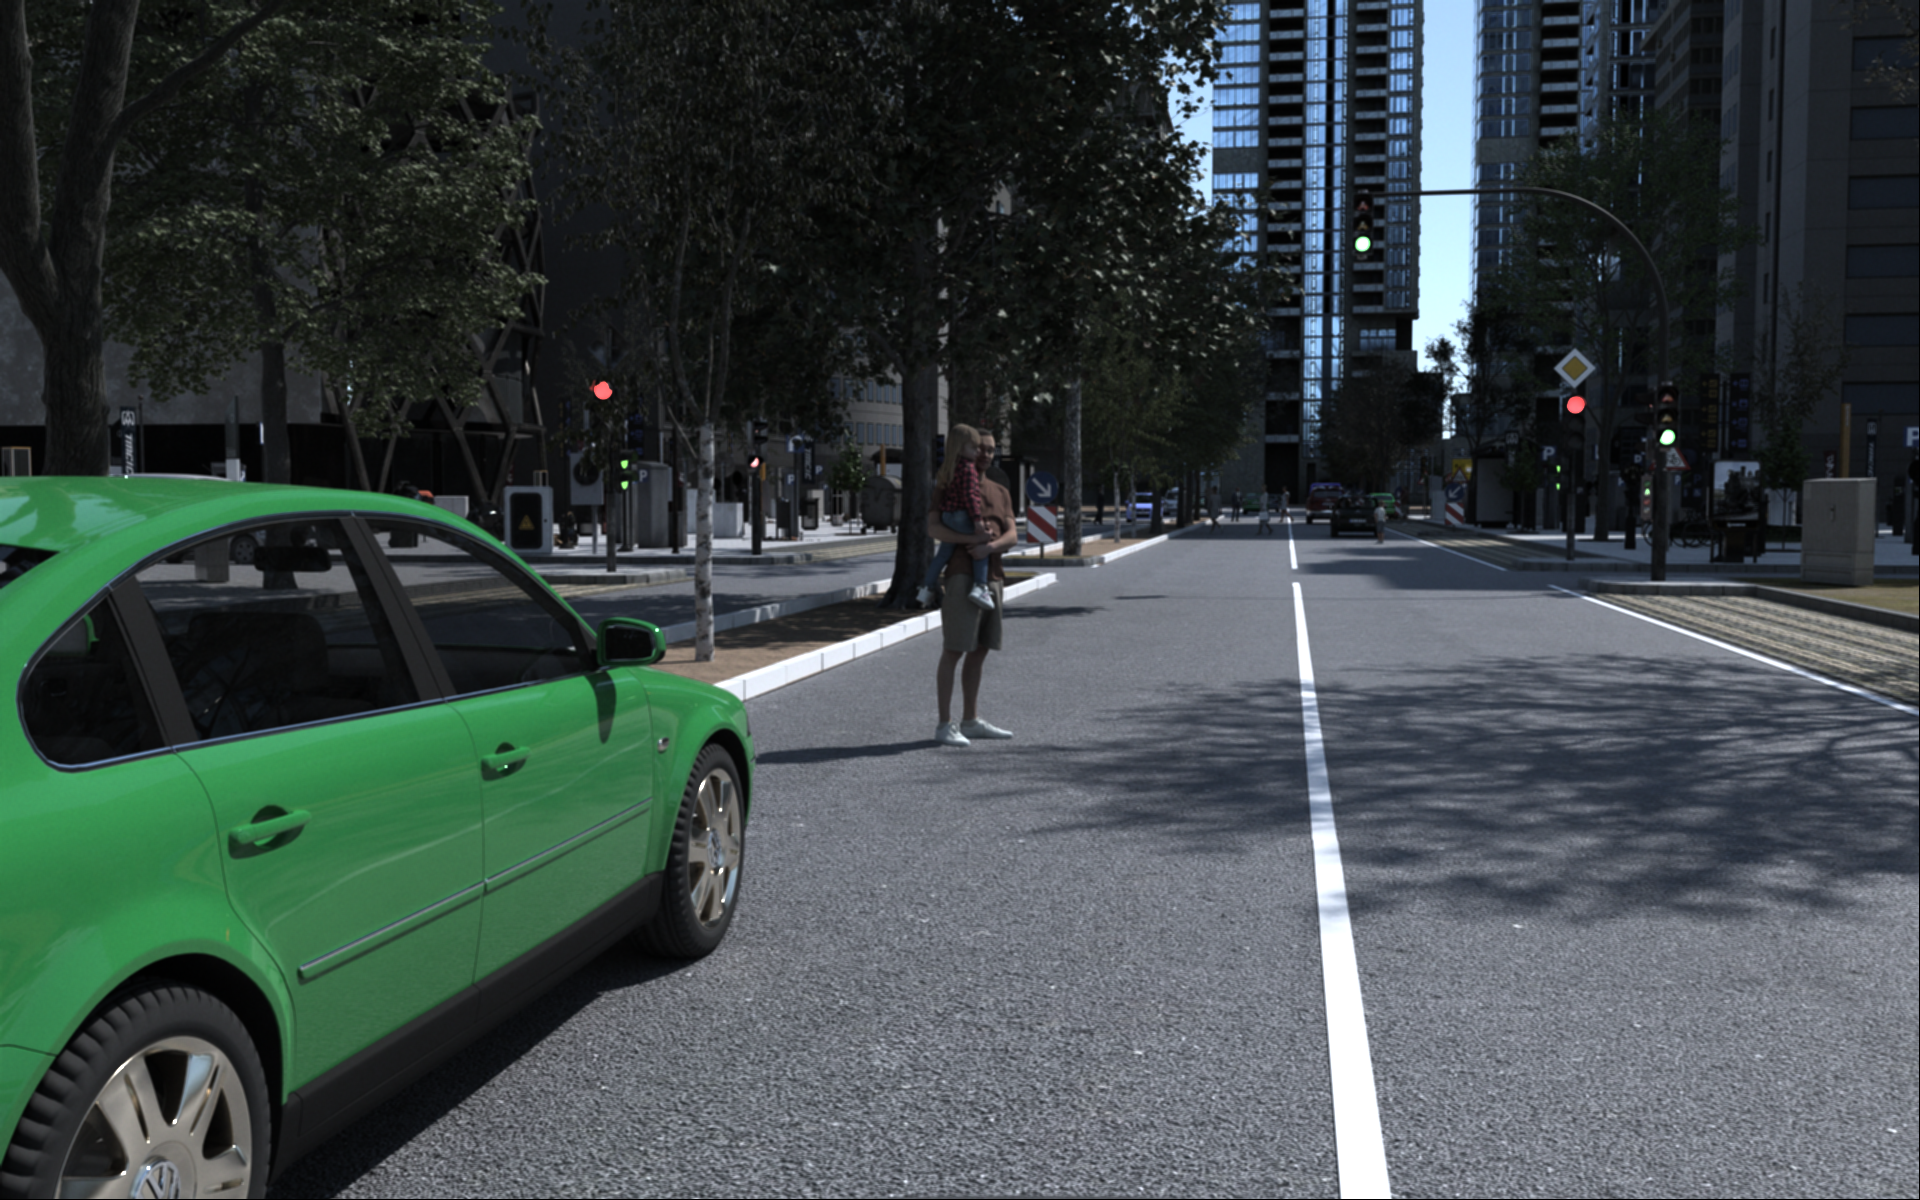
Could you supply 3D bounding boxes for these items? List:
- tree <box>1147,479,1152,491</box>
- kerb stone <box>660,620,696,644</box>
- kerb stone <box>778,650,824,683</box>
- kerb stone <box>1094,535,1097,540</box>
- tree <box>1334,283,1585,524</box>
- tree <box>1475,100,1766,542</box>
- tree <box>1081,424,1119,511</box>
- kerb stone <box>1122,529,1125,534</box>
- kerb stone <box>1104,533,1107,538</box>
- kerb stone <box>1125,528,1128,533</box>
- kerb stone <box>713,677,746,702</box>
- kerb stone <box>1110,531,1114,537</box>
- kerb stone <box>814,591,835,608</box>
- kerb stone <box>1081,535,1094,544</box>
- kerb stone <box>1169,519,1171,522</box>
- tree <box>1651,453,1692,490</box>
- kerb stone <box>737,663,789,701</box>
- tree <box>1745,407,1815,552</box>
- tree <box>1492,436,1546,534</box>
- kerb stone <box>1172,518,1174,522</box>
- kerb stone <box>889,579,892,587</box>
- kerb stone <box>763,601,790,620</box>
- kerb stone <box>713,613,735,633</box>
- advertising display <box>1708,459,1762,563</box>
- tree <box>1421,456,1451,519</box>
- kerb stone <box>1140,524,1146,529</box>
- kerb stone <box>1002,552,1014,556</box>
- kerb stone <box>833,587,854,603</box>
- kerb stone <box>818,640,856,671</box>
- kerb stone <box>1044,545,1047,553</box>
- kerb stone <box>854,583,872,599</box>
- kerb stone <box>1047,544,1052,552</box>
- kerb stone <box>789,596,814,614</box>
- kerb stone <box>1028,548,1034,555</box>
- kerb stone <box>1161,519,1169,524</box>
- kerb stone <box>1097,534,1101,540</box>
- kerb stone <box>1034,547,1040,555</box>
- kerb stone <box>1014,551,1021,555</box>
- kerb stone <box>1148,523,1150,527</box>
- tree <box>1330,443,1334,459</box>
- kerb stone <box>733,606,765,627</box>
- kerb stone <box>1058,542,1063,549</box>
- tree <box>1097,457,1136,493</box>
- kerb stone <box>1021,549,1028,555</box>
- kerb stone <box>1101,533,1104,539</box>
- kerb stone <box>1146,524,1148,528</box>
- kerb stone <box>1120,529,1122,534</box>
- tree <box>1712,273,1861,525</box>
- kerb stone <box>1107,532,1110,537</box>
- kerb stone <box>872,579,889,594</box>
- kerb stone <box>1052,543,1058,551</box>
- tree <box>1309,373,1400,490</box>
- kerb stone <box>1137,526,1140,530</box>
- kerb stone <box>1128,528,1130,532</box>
[{"bbox_3d":[20.918,-11.717,186.168,1.663,3.219,1.824,0,3,0],"label":"tree"},{"bbox_3d":[-2.752,0.324,16.896,0.120,0.150,1.000,1,4,11],"label":"kerb stone"},{"bbox_3d":[-1.269,0.532,13.492,0.120,0.150,1.000,1,4,11],"label":"kerb stone"},{"bbox_3d":[3.983,-1.863,52.662,0.120,0.150,1.000,1,4,11],"label":"kerb stone"},{"bbox_3d":[22.114,-8.549,74.192,8.767,10.594,7.601,-2,4,-33],"label":"tree"},{"bbox_3d":[17.385,-7.374,46.317,9.928,11.665,9.643,0,3,0],"label":"tree"},{"bbox_3d":[10.586,-11.044,130.926,4.360,8.622,3.978,0,3,0],"label":"tree"},{"bbox_3d":[5.698,-2.419,61.738,0.120,0.150,1.000,1,4,11],"label":"kerb stone"},{"bbox_3d":[4.550,-2.049,55.689,0.120,0.150,1.000,1,4,11],"label":"kerb stone"},{"bbox_3d":[5.883,-2.479,62.743,0.120,0.150,1.000,1,4,11],"label":"kerb stone"},{"bbox_3d":[-1.643,0.657,11.473,0.120,0.150,1.000,1,4,11],"label":"kerb stone"},{"bbox_3d":[4.939,-2.169,57.704,0.120,0.150,1.000,1,4,11],"label":"kerb stone"},{"bbox_3d":[-1.808,0.024,21.942,0.120,0.150,1.000,1,4,11],"label":"kerb stone"},{"bbox_3d":[3.802,-1.802,51.656,0.120,0.150,1.000,1,4,11],"label":"kerb stone"},{"bbox_3d":[10.254,-3.895,85.931,0.120,0.150,1.000,1,4,11],"label":"kerb stone"},{"bbox_3d":[29.811,-4.768,72.551,1.663,3.219,1.824,0,3,0],"label":"tree"},{"bbox_3d":[-1.452,0.594,12.478,0.120,0.150,1.000,1,4,11],"label":"kerb stone"},{"bbox_3d":[18.443,-2.693,38.627,1.663,3.219,1.824,0,3,0],"label":"tree"},{"bbox_3d":[18.415,-3.773,56.289,1.663,3.219,1.824,0,3,0],"label":"tree"},{"bbox_3d":[10.627,-4.021,87.945,0.120,0.150,1.000,1,4,11],"label":"kerb stone"},{"bbox_3d":[-1.042,-0.229,25.964,0.120,0.150,1.000,1,4,11],"label":"kerb stone"},{"bbox_3d":[-2.184,0.139,19.925,0.120,0.150,1.000,1,4,11],"label":"kerb stone"},{"bbox_3d":[-2.570,0.262,17.918,0.120,0.150,1.000,1,4,11],"label":"kerb stone"},{"bbox_3d":[14.358,-1.645,32.103,0.974,1.923,0.123,0,4,-6],"label":"advertising display"},{"bbox_3d":[24.371,-5.744,88.513,1.663,3.219,1.824,0,3,0],"label":"tree"},{"bbox_3d":[7.403,-2.967,70.801,0.120,0.150,1.000,1,4,11],"label":"kerb stone"},{"bbox_3d":[0.943,-0.878,36.555,0.120,0.150,1.000,1,4,11],"label":"kerb stone"},{"bbox_3d":[-1.613,-0.043,22.945,0.120,0.150,1.000,1,4,11],"label":"kerb stone"},{"bbox_3d":[-1.072,0.471,14.498,0.120,0.150,1.000,1,4,11],"label":"kerb stone"},{"bbox_3d":[1.891,-1.186,41.583,0.120,0.150,1.000,1,4,11],"label":"kerb stone"},{"bbox_3d":[-1.426,-0.106,23.950,0.120,0.150,1.000,1,4,11],"label":"kerb stone"},{"bbox_3d":[2.085,-1.243,42.587,0.120,0.150,1.000,1,4,11],"label":"kerb stone"},{"bbox_3d":[-1.989,0.078,20.928,0.120,0.150,1.000,1,4,11],"label":"kerb stone"},{"bbox_3d":[1.511,-1.063,39.569,0.120,0.150,1.000,1,4,11],"label":"kerb stone"},{"bbox_3d":[10.054,-3.836,84.919,0.120,0.150,1.000,1,4,11],"label":"kerb stone"},{"bbox_3d":[4.171,-1.925,53.667,0.120,0.150,1.000,1,4,11],"label":"kerb stone"},{"bbox_3d":[1.706,-1.124,40.573,0.120,0.150,1.000,1,4,11],"label":"kerb stone"},{"bbox_3d":[1.134,-0.940,37.559,0.120,0.150,1.000,1,4,11],"label":"kerb stone"},{"bbox_3d":[7.781,-3.097,72.826,0.120,0.150,1.000,1,4,11],"label":"kerb stone"},{"bbox_3d":[40.197,-14.317,168.493,8.767,10.594,7.601,1,4,17],"label":"tree"},{"bbox_3d":[-2.369,0.200,18.920,0.120,0.150,1.000,1,4,11],"label":"kerb stone"},{"bbox_3d":[2.468,-1.365,44.596,0.120,0.150,1.000,1,4,11],"label":"kerb stone"},{"bbox_3d":[13.494,-10.050,148.028,4.285,4.588,4.351,0,3,0],"label":"tree"},{"bbox_3d":[1.322,-0.997,38.564,0.120,0.150,1.000,1,4,11],"label":"kerb stone"},{"bbox_3d":[4.364,-1.987,54.684,0.120,0.150,1.000,1,4,11],"label":"kerb stone"},{"bbox_3d":[7.592,-3.035,71.820,0.120,0.150,1.000,1,4,11],"label":"kerb stone"},{"bbox_3d":[5.499,-2.357,60.726,0.120,0.150,1.000,1,4,11],"label":"kerb stone"},{"bbox_3d":[27.631,-6.564,57.680,4.360,8.622,3.978,0,3,0],"label":"tree"},{"bbox_3d":[4.733,-2.110,56.695,0.120,0.150,1.000,1,4,11],"label":"kerb stone"},{"bbox_3d":[-1.230,-0.169,24.955,0.120,0.150,1.000,1,4,11],"label":"kerb stone"},{"bbox_3d":[2.276,-1.309,43.591,0.120,0.150,1.000,1,4,11],"label":"kerb stone"},{"bbox_3d":[41.206,-16.614,178.286,9.857,13.997,8.962,0,3,0],"label":"tree"},{"bbox_3d":[6.835,-2.786,67.786,0.120,0.150,1.000,1,4,11],"label":"kerb stone"},{"bbox_3d":[6.074,-2.542,63.762,0.120,0.150,1.000,1,4,11],"label":"kerb stone"}]
